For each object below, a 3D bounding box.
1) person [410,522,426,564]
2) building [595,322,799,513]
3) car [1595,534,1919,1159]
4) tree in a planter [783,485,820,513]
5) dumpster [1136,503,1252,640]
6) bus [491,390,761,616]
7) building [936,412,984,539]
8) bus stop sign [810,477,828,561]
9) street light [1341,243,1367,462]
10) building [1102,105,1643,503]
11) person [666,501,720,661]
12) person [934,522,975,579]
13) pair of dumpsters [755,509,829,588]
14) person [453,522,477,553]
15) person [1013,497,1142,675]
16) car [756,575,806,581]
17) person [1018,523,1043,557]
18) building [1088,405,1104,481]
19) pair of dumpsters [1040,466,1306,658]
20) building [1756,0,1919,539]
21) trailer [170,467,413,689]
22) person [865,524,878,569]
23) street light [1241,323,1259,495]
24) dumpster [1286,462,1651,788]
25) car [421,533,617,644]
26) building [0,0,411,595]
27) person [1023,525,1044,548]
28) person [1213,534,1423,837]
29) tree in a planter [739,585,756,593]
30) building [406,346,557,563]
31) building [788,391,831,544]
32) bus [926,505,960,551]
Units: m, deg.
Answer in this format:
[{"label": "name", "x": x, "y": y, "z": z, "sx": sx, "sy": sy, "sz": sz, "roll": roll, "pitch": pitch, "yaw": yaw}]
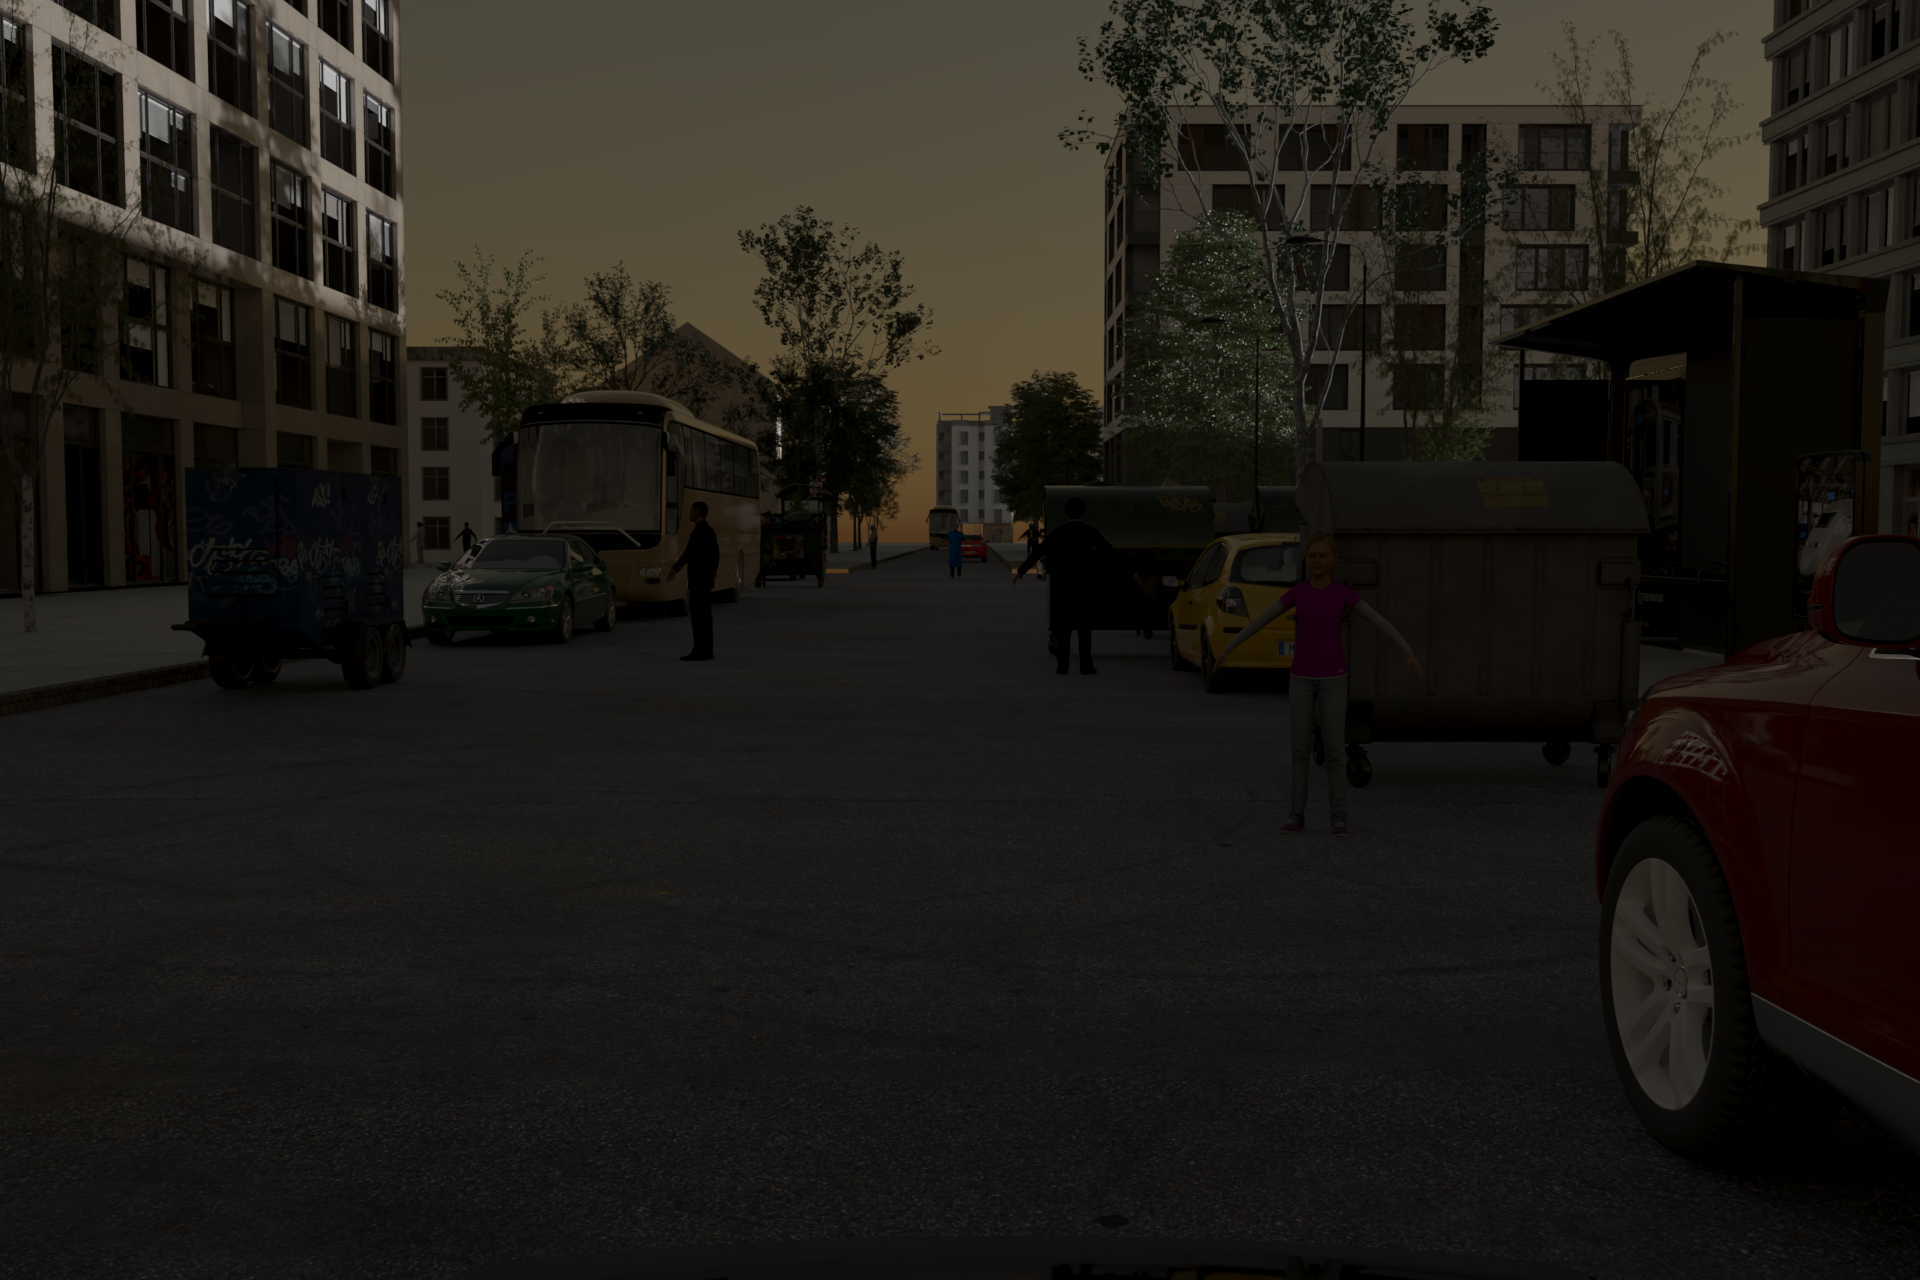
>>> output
[{"label": "person", "x": -23.559, "y": -4.238, "z": 75.471, "sx": 0.705, "sy": 1.806, "sz": 1.347, "roll": 0, "pitch": 4, "yaw": 7}, {"label": "building", "x": -28.033, "y": -21.888, "z": 188.791, "sx": 19.493, "sy": 23.208, "sz": 18.063, "roll": 0, "pitch": 4, "yaw": 1}, {"label": "car", "x": 2.642, "y": 0.384, "z": 2.388, "sx": 2.281, "sy": 1.827, "sz": 5.304, "roll": 0, "pitch": 4, "yaw": -1}, {"label": "tree in a planter", "x": -5.931, "y": -4.043, "z": 63.323, "sx": 1.991, "sy": 3.239, "sz": 1.994, "roll": 0, "pitch": 4, "yaw": 1}, {"label": "dumpster", "x": 3.240, "y": -0.964, "z": 23.975, "sx": 1.865, "sy": 1.857, "sz": 1.264, "roll": 0, "pitch": 4, "yaw": -1}, {"label": "bus", "x": -5.872, "y": -2.559, "z": 33.391, "sx": 2.896, "sy": 3.916, "sz": 12.252, "roll": 0, "pitch": 4, "yaw": 1}, {"label": "building", "x": -3.305, "y": -24.514, "z": 259.687, "sx": 11.380, "sy": 20.090, "sz": 16.016, "roll": 0, "pitch": 4, "yaw": 6}, {"label": "bus stop sign", "x": -6.604, "y": -5.654, "z": 81.139, "sx": 0.855, "sy": 3.939, "sz": 0.416, "roll": 0, "pitch": 3, "yaw": 0}, {"label": "street light", "x": 6.843, "y": -3.336, "z": 27.091, "sx": 1.470, "sy": 5.913, "sz": 1.316, "roll": 0, "pitch": 4, "yaw": 0}, {"label": "building", "x": 21.963, "y": -15.608, "z": 99.165, "sx": 27.936, "sy": 21.610, "sz": 32.646, "roll": 0, "pitch": 3, "yaw": 0}, {"label": "person", "x": -2.981, "y": -0.675, "z": 19.720, "sx": 0.704, "sy": 1.802, "sz": 1.346, "roll": 1, "pitch": 4, "yaw": 13}, {"label": "person", "x": -0.151, "y": -2.850, "z": 55.185, "sx": 1.347, "sy": 1.817, "sz": 0.704, "roll": 1, "pitch": 4, "yaw": 15}, {"label": "pair of dumpsters", "x": -5.776, "y": -2.550, "z": 46.636, "sx": 4.436, "sy": 2.255, "sz": 1.574, "roll": 0, "pitch": 3, "yaw": 0}, {"label": "person", "x": -21.800, "y": -4.302, "z": 76.477, "sx": 0.704, "sy": 1.812, "sz": 1.346, "roll": 2, "pitch": 4, "yaw": 33}, {"label": "person", "x": 1.186, "y": -0.556, "z": 17.736, "sx": 1.347, "sy": 1.806, "sz": 0.705, "roll": 1, "pitch": 4, "yaw": 14}, {"label": "car", "x": -5.825, "y": -2.698, "z": 54.342, "sx": 2.015, "sy": 1.641, "sz": 3.980, "roll": 0, "pitch": 4, "yaw": 1}, {"label": "person", "x": 3.562, "y": -4.955, "z": 86.789, "sx": 1.354, "sy": 1.856, "sz": 0.705, "roll": 0, "pitch": 4, "yaw": 3}, {"label": "building", "x": 26.425, "y": -23.832, "z": 220.588, "sx": 19.493, "sy": 23.208, "sz": 18.063, "roll": 0, "pitch": 4, "yaw": 1}, {"label": "pair of dumpsters", "x": 3.145, "y": -0.931, "z": 20.168, "sx": 4.436, "sy": 2.255, "sz": 1.574, "roll": 0, "pitch": 4, "yaw": 1}, {"label": "building", "x": 25.523, "y": -11.731, "z": 38.486, "sx": 8.464, "sy": 21.280, "sz": 15.925, "roll": 0, "pitch": 4, "yaw": 1}, {"label": "trailer", "x": -6.142, "y": -0.523, "z": 15.597, "sx": 1.471, "sy": 1.999, "sz": 3.904, "roll": 0, "pitch": 4, "yaw": 1}, {"label": "person", "x": -3.607, "y": -3.864, "z": 71.492, "sx": 0.705, "sy": 1.847, "sz": 1.347, "roll": 1, "pitch": 4, "yaw": 14}, {"label": "street light", "x": 6.916, "y": -3.957, "z": 37.230, "sx": 1.470, "sy": 5.913, "sz": 1.316, "roll": 0, "pitch": 4, "yaw": 1}, {"label": "dumpster", "x": 2.948, "y": -0.124, "z": 10.247, "sx": 1.865, "sy": 1.857, "sz": 1.264, "roll": 0, "pitch": 3, "yaw": 0}, {"label": "car", "x": -6.031, "y": -0.754, "z": 24.128, "sx": 2.131, "sy": 1.459, "sz": 4.920, "roll": 0, "pitch": 4, "yaw": 0}, {"label": "building", "x": -28.202, "y": -14.521, "z": 40.628, "sx": 19.350, "sy": 26.588, "sz": 34.151, "roll": 0, "pitch": 4, "yaw": 0}, {"label": "person", "x": 4.262, "y": -5.662, "z": 98.703, "sx": 1.348, "sy": 1.813, "sz": 0.705, "roll": -1, "pitch": 4, "yaw": -9}, {"label": "person", "x": 1.696, "y": 0.213, "z": 8.243, "sx": 0.991, "sy": 1.433, "sz": 0.599, "roll": 1, "pitch": 4, "yaw": 22}, {"label": "tree in a planter", "x": -6.116, "y": -2.797, "z": 42.952, "sx": 1.991, "sy": 3.239, "sz": 1.994, "roll": 0, "pitch": 4, "yaw": 0}, {"label": "building", "x": -25.849, "y": -9.145, "z": 91.665, "sx": 9.099, "sy": 9.664, "sz": 28.070, "roll": 0, "pitch": 4, "yaw": 0}, {"label": "building", "x": -25.761, "y": -22.157, "z": 228.723, "sx": 16.747, "sy": 18.905, "sz": 31.486, "roll": 0, "pitch": 4, "yaw": 0}, {"label": "bus", "x": -1.391, "y": -9.850, "z": 152.599, "sx": 2.896, "sy": 3.916, "sz": 12.252, "roll": 0, "pitch": 4, "yaw": 0}]
